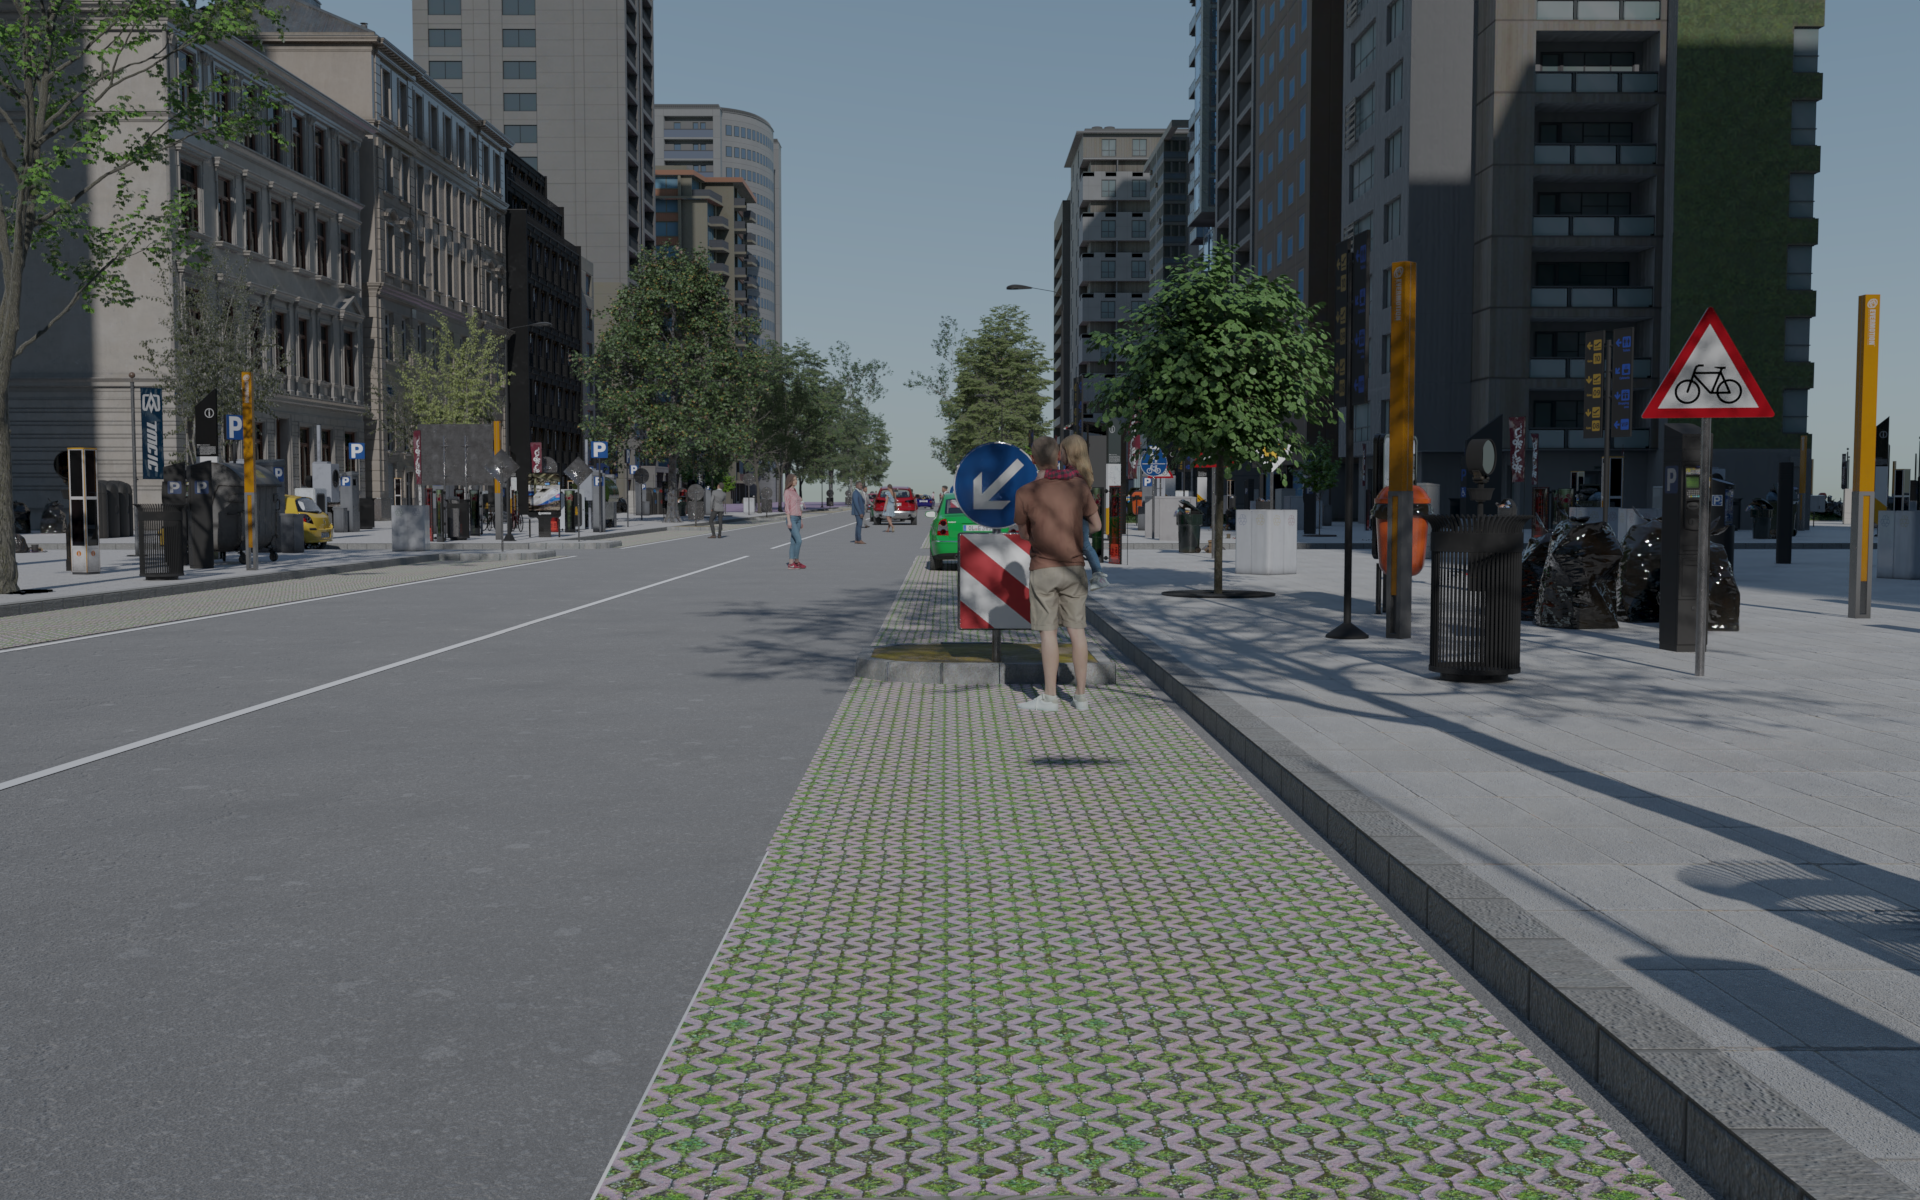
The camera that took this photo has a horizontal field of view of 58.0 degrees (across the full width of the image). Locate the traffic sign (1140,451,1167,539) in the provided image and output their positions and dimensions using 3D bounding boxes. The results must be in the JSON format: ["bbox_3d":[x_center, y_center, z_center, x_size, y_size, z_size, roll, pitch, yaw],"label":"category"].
[{"bbox_3d":[5.568,-3.042,49.836,0.768,2.556,0.104,0,4,6],"label":"traffic sign"}]

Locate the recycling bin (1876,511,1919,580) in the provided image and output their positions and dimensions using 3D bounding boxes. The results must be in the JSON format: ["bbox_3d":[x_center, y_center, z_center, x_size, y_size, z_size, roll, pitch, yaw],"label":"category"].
[{"bbox_3d":[14.453,-0.838,26.249,0.722,1.027,0.722,-1,4,-15],"label":"recycling bin"}]

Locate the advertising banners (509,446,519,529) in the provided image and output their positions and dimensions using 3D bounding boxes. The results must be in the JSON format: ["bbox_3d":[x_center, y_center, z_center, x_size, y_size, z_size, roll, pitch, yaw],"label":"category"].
[{"bbox_3d":[-16.421,-4.126,63.650,0.090,3.025,2.074,0,4,-5],"label":"advertising banners"}]

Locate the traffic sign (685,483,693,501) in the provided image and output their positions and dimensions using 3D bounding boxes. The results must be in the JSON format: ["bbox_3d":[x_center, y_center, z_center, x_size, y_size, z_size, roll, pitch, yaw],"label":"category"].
[{"bbox_3d":[-14.733,-5.827,95.278,0.884,2.594,0.081,0,4,7],"label":"traffic sign"}]

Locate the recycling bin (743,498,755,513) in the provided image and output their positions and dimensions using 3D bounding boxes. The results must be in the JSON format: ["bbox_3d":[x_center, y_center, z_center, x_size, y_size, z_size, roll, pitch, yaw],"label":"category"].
[{"bbox_3d":[-14.000,-6.273,115.117,0.722,1.027,0.722,0,4,-1],"label":"recycling bin"}]

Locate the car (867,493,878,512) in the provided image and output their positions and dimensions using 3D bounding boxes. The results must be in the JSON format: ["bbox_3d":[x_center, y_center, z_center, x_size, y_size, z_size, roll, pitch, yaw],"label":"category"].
[{"bbox_3d":[-6.724,-7.771,136.088,2.155,1.783,4.494,0,4,1],"label":"car"}]

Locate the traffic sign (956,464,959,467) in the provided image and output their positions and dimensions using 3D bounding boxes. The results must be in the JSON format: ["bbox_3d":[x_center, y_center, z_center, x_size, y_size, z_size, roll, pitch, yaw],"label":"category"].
[{"bbox_3d":[0.314,-2.135,38.544,0.795,2.450,0.064,0,4,0],"label":"traffic sign"}]

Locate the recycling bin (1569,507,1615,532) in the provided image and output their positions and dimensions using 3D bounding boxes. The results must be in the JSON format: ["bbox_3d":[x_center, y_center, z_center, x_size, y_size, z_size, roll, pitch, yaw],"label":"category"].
[{"bbox_3d":[12.089,-1.251,33.007,0.722,1.027,0.722,0,4,-4],"label":"recycling bin"}]

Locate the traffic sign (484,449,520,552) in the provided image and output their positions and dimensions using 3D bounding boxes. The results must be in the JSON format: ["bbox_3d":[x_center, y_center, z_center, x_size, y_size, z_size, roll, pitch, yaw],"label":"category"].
[{"bbox_3d":[-10.180,-2.132,38.494,0.795,2.450,0.064,0,4,0],"label":"traffic sign"}]

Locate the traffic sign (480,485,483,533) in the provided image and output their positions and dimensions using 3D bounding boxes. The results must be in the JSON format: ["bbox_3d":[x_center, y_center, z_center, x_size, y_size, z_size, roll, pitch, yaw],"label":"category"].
[{"bbox_3d":[-15.330,-3.385,55.449,0.768,2.556,0.104,0,4,5],"label":"traffic sign"}]

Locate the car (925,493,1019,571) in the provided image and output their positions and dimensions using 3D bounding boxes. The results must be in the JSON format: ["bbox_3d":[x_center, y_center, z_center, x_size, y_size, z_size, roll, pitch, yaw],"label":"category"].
[{"bbox_3d":[0.298,-1.519,33.629,1.959,1.807,4.718,0,4,-1],"label":"car"}]

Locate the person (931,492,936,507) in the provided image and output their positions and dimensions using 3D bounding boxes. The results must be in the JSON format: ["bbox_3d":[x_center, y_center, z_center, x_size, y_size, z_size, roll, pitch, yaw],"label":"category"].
[{"bbox_3d":[-2.985,-11.386,195.601,0.436,1.711,0.756,-1,4,-12],"label":"person"}]

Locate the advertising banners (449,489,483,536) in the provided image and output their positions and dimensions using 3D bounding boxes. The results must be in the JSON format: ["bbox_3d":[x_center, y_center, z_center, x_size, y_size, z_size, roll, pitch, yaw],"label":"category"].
[{"bbox_3d":[-15.383,-3.489,53.238,2.074,3.025,0.090,3,4,37],"label":"advertising banners"}]

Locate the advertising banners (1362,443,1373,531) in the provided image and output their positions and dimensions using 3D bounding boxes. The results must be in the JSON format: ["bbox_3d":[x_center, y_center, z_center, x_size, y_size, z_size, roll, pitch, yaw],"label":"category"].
[{"bbox_3d":[14.323,-3.950,60.762,0.090,3.025,2.074,2,4,26],"label":"advertising banners"}]

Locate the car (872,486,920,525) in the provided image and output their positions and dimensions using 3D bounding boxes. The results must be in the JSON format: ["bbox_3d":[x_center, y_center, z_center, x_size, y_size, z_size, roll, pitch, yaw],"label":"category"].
[{"bbox_3d":[-3.027,-4.453,81.476,2.281,1.827,5.304,0,4,-1],"label":"car"}]

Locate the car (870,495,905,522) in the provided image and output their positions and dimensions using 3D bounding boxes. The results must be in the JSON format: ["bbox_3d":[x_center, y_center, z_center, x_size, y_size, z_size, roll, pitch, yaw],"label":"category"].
[{"bbox_3d":[-3.783,-4.840,90.937,2.131,1.459,4.920,0,4,-1],"label":"car"}]

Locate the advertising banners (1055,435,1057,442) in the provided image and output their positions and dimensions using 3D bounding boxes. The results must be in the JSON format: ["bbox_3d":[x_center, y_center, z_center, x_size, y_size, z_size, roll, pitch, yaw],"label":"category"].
[{"bbox_3d":[2.724,-3.334,50.691,0.090,3.025,2.074,1,4,10],"label":"advertising banners"}]

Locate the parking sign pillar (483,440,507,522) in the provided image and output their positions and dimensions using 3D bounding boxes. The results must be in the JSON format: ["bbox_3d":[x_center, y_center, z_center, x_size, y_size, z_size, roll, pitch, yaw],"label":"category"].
[{"bbox_3d":[-21.078,-5.542,79.090,1.447,3.967,1.447,1,4,11],"label":"parking sign pillar"}]

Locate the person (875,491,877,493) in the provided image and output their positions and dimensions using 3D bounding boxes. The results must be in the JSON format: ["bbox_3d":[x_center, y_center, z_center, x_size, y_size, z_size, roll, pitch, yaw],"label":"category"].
[{"bbox_3d":[-9.947,-12.083,206.066,0.705,1.823,1.348,2,4,35],"label":"person"}]

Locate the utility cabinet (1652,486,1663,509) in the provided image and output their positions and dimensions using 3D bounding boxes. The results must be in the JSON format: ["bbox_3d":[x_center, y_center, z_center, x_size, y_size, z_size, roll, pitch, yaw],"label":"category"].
[{"bbox_3d":[20.276,-2.475,49.137,1.173,1.500,0.318,1,4,23],"label":"utility cabinet"}]

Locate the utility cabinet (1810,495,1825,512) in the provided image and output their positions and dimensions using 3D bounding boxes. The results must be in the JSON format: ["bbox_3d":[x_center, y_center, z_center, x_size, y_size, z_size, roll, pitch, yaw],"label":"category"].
[{"bbox_3d":[46.963,-5.138,95.170,1.020,1.237,0.306,0,4,-2],"label":"utility cabinet"}]

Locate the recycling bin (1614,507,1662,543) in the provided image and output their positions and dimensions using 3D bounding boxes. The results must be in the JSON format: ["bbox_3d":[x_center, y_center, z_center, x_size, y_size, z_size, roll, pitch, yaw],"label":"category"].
[{"bbox_3d":[11.945,-1.076,30.146,0.722,1.027,0.722,0,4,-5],"label":"recycling bin"}]

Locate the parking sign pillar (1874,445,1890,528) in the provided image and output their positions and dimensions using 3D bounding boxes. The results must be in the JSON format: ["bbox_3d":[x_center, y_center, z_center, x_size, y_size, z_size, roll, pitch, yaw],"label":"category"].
[{"bbox_3d":[34.629,-4.712,65.516,1.447,3.967,1.447,0,4,2],"label":"parking sign pillar"}]

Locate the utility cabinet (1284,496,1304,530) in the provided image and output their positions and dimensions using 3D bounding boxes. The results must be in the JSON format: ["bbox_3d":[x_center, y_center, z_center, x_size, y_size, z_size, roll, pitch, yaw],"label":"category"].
[{"bbox_3d":[11.928,-3.093,61.733,0.306,1.237,1.020,3,5,44],"label":"utility cabinet"}]

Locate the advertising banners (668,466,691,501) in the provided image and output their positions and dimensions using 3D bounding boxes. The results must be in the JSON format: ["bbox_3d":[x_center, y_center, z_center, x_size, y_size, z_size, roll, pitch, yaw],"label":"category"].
[{"bbox_3d":[-16.258,-6.449,101.623,2.074,3.025,0.090,-3,5,-42],"label":"advertising banners"}]

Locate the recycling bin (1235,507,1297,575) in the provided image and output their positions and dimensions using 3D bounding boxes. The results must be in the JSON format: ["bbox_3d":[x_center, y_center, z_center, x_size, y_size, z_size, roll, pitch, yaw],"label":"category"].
[{"bbox_3d":[4.910,-0.931,27.777,0.722,1.027,0.722,-3,5,-40],"label":"recycling bin"}]

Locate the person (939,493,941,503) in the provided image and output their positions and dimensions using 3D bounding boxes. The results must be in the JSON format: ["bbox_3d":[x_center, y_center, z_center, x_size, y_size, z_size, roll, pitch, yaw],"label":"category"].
[{"bbox_3d":[-2.981,-15.572,264.578,0.415,1.643,0.593,1,4,18],"label":"person"}]

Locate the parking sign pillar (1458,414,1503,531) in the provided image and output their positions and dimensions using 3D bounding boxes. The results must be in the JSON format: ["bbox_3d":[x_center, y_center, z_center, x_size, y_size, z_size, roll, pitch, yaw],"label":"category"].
[{"bbox_3d":[17.552,-4.272,58.326,1.447,3.967,1.447,-1,4,-12],"label":"parking sign pillar"}]

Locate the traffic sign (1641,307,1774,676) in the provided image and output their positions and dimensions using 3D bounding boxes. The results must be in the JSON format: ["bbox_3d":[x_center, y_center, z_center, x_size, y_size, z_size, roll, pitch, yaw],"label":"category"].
[{"bbox_3d":[5.216,-0.742,12.140,0.884,2.594,0.081,0,4,7],"label":"traffic sign"}]

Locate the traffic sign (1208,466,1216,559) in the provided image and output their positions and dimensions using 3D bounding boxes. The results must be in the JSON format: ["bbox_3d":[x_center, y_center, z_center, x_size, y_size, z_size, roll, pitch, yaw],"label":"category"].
[{"bbox_3d":[5.024,-2.099,34.315,0.884,2.594,0.081,0,4,5],"label":"traffic sign"}]

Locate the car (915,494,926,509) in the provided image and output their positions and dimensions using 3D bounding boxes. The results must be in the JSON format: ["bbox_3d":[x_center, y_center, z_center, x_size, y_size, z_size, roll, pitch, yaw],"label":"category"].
[{"bbox_3d":[-4.199,-9.969,173.223,2.015,1.641,3.980,0,4,-1],"label":"car"}]

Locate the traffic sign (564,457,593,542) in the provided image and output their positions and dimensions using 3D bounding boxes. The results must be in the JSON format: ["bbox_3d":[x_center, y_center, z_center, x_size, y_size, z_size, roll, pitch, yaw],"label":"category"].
[{"bbox_3d":[-10.234,-2.620,46.479,0.795,2.450,0.064,0,4,0],"label":"traffic sign"}]

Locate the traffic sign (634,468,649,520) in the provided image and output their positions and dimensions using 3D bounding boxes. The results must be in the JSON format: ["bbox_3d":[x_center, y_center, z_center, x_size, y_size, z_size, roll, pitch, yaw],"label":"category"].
[{"bbox_3d":[-15.607,-5.184,84.859,0.768,2.556,0.104,0,4,8],"label":"traffic sign"}]

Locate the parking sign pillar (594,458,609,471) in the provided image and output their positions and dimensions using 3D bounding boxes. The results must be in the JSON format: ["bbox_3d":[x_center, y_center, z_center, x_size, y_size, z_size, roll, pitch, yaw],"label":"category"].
[{"bbox_3d":[-22.420,-7.366,108.902,1.447,3.967,1.447,2,4,28],"label":"parking sign pillar"}]

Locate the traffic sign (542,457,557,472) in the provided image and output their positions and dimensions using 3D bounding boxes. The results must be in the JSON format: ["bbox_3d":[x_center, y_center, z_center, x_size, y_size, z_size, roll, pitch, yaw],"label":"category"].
[{"bbox_3d":[-14.126,-3.610,59.133,0.768,2.556,0.104,0,4,2],"label":"traffic sign"}]

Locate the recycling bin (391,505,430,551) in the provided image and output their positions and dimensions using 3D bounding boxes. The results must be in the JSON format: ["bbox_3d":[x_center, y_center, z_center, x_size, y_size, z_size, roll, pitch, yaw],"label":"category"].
[{"bbox_3d":[-12.382,-1.621,39.051,0.722,1.027,0.722,0,4,-7],"label":"recycling bin"}]

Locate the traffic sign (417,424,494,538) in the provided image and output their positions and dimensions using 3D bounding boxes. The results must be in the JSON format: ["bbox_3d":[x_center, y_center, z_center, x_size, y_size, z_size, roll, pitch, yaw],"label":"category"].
[{"bbox_3d":[-14.657,-3.451,50.302,2.265,3.308,0.079,0,4,6],"label":"traffic sign"}]

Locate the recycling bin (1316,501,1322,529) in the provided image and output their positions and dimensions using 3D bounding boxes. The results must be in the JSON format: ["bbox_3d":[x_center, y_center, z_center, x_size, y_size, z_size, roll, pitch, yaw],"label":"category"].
[{"bbox_3d":[13.101,-3.187,64.659,0.722,1.027,0.722,1,4,23],"label":"recycling bin"}]

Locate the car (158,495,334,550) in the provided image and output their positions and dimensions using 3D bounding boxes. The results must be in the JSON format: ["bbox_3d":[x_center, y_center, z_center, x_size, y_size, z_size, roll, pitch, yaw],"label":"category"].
[{"bbox_3d":[-17.386,-1.952,42.135,3.980,1.641,2.015,0,4,1],"label":"car"}]

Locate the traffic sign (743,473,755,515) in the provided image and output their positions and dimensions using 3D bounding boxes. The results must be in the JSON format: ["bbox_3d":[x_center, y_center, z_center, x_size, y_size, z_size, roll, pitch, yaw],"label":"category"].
[{"bbox_3d":[-12.733,-6.381,104.436,0.768,2.556,0.104,0,4,3],"label":"traffic sign"}]

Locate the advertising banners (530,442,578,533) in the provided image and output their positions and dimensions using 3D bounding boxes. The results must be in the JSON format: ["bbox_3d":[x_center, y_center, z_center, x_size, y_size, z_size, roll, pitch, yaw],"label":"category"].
[{"bbox_3d":[-13.580,-3.773,57.874,2.074,3.025,0.090,2,4,31],"label":"advertising banners"}]

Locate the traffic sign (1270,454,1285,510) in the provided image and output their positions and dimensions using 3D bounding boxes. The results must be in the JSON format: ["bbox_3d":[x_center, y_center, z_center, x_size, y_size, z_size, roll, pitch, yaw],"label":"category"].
[{"bbox_3d":[5.259,-1.717,29.251,0.795,2.450,0.064,0,4,4],"label":"traffic sign"}]

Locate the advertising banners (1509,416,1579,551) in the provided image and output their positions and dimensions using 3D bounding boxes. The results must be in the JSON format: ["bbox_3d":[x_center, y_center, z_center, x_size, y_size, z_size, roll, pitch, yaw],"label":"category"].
[{"bbox_3d":[12.873,-2.576,38.308,0.090,3.025,2.074,-2,4,-27],"label":"advertising banners"}]

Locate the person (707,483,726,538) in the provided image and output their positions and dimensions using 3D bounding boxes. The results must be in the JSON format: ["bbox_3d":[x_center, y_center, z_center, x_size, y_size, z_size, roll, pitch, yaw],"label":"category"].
[{"bbox_3d":[-7.875,-2.900,56.094,0.592,1.802,0.473,-1,4,-21],"label":"person"}]

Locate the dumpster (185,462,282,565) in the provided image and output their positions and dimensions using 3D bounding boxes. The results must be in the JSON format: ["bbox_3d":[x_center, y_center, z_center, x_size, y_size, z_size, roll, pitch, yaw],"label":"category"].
[{"bbox_3d":[-13.552,-1.616,32.176,1.264,1.857,1.865,0,4,0],"label":"dumpster"}]

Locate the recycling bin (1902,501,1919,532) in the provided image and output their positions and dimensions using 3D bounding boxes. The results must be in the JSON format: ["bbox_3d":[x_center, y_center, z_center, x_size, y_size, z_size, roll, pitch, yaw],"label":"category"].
[{"bbox_3d":[35.255,-3.121,63.576,0.722,1.027,0.722,0,4,-2],"label":"recycling bin"}]

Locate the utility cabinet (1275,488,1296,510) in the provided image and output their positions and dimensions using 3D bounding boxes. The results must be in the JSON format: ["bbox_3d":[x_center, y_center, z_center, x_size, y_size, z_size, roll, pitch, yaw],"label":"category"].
[{"bbox_3d":[12.955,-3.691,69.028,0.318,1.500,1.173,3,4,38],"label":"utility cabinet"}]

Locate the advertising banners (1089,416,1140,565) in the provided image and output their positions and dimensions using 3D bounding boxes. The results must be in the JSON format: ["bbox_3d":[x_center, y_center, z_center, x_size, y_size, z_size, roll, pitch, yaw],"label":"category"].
[{"bbox_3d":[2.834,-2.168,31.643,0.090,3.025,2.074,-1,4,-21],"label":"advertising banners"}]

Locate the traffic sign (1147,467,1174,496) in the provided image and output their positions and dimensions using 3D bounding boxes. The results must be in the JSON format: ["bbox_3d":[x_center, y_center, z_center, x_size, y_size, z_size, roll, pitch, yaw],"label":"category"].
[{"bbox_3d":[6.740,-3.563,58.257,0.884,2.594,0.081,0,4,8],"label":"traffic sign"}]

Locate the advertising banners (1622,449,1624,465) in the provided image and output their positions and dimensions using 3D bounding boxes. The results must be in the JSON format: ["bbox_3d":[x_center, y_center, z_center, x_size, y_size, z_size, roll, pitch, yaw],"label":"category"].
[{"bbox_3d":[23.074,-3.926,60.377,0.090,3.025,2.074,1,4,22],"label":"advertising banners"}]

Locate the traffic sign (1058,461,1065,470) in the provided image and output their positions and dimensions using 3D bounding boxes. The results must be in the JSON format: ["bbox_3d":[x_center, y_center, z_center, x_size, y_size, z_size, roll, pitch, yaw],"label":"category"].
[{"bbox_3d":[3.830,-3.997,65.458,0.768,2.556,0.104,0,4,1],"label":"traffic sign"}]

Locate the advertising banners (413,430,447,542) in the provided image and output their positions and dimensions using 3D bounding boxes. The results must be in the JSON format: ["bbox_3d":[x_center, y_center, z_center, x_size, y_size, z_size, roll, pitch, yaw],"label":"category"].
[{"bbox_3d":[-14.309,-3.088,46.678,0.090,3.025,2.074,-3,4,-38],"label":"advertising banners"}]

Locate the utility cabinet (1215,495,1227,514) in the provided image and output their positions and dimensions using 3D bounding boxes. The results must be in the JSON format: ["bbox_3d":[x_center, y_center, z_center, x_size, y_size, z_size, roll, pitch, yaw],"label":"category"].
[{"bbox_3d":[14.149,-4.966,92.358,1.020,1.237,0.306,2,4,29],"label":"utility cabinet"}]

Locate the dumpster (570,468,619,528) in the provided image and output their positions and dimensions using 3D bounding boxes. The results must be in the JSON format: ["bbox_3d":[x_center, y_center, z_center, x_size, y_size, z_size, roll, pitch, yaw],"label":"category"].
[{"bbox_3d":[-13.681,-3.809,64.766,1.502,2.255,1.985,0,4,0],"label":"dumpster"}]

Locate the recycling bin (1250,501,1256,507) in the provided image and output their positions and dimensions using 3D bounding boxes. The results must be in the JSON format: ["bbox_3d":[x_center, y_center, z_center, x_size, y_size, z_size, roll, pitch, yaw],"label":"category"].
[{"bbox_3d":[11.106,-3.127,63.679,0.722,1.027,0.722,2,4,26],"label":"recycling bin"}]

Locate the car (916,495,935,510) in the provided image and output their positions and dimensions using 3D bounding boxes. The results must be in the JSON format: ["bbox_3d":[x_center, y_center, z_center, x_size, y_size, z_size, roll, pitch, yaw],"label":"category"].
[{"bbox_3d":[-3.344,-9.121,161.707,1.945,1.354,3.894,0,4,1],"label":"car"}]
